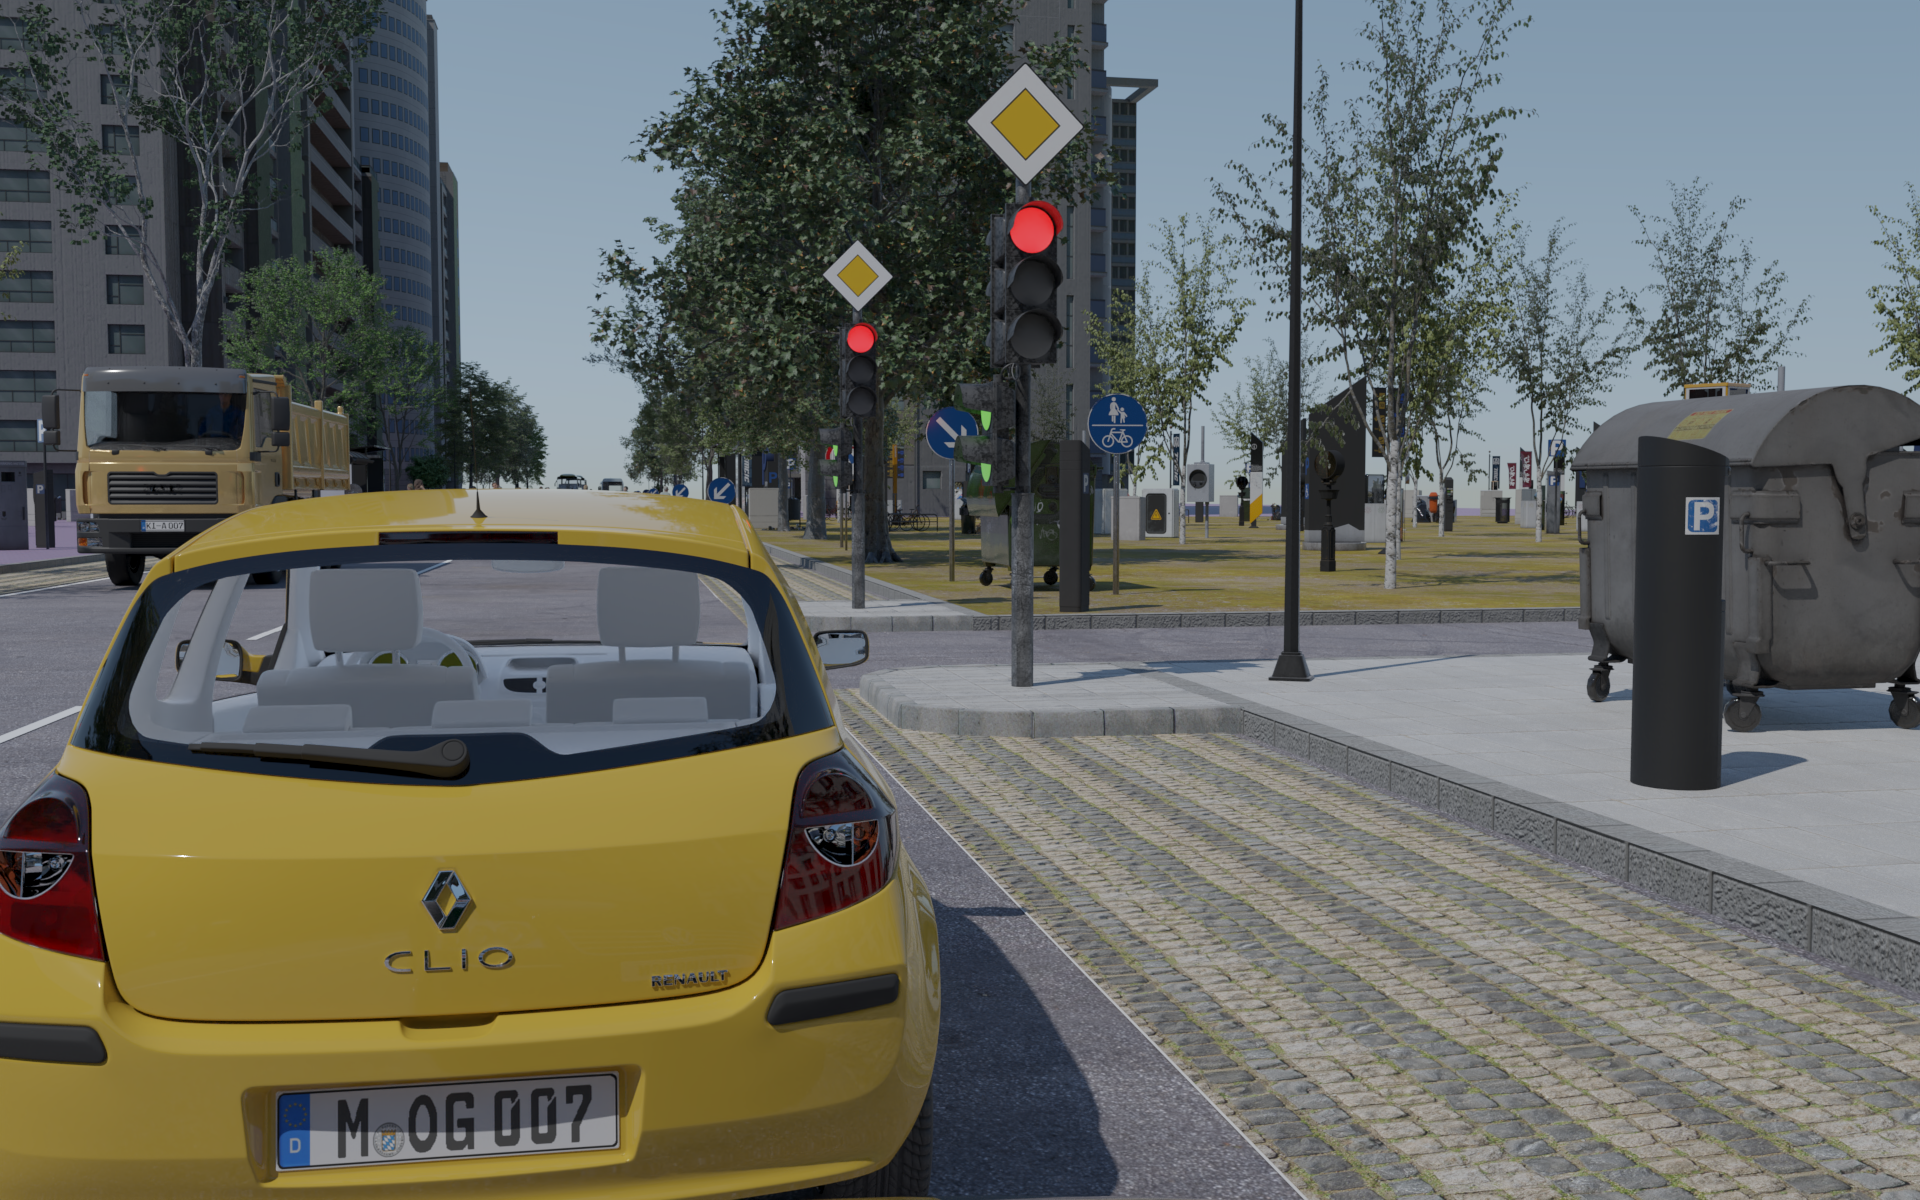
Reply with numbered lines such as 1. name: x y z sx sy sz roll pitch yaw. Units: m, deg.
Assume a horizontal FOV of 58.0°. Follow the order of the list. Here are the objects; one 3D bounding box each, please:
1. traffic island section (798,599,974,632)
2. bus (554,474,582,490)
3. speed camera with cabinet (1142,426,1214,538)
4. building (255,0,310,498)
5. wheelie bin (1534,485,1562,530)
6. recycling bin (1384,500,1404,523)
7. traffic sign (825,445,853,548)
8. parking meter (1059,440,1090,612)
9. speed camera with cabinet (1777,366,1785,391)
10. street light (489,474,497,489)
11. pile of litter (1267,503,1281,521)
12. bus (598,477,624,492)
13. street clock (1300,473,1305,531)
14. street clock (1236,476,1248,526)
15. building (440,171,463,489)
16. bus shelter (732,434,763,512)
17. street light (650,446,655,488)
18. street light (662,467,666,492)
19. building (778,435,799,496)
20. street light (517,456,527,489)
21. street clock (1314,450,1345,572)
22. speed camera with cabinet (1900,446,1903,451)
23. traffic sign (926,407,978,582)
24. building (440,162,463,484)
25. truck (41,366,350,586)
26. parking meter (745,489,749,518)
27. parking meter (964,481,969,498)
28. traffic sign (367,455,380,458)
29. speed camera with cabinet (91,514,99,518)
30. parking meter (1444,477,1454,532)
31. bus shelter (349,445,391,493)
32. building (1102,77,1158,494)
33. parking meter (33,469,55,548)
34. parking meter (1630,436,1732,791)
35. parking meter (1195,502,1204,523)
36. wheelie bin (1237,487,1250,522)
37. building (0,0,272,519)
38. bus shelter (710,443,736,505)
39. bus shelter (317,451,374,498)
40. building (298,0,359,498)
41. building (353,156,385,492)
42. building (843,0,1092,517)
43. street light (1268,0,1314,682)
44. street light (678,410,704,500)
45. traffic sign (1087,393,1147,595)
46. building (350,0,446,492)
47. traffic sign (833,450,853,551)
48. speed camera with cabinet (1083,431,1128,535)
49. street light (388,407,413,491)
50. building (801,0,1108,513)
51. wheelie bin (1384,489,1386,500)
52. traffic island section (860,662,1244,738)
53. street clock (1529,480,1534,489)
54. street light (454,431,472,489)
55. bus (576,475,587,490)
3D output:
1. traffic island section: -1.115 0.176 19.410 2.009 0.180 2.903 -1 4 -11
2. bus: -47.854 -13.489 212.097 2.896 3.916 12.252 -1 4 -10
3. speed camera with cabinet: 6.344 -3.432 50.442 2.038 3.252 0.660 2 4 25
4. building: -49.656 -25.995 108.605 14.154 41.232 14.086 -1 4 -11
5. wheelie bin: 20.785 -3.269 61.362 0.980 1.594 0.693 0 4 -5
6. recycling bin: 19.097 -3.903 76.374 0.722 1.027 0.722 -1 4 -21
7. traffic sign: -2.835 -2.531 41.485 0.768 2.556 0.104 0 4 -5
8. parking meter: 1.254 -0.807 18.912 0.255 1.863 0.399 1 4 20
9. speed camera with cabinet: 13.284 -2.022 27.388 2.038 3.252 0.660 -2 4 -24
10. street light: -44.322 -11.778 165.105 1.470 5.913 1.316 -1 4 -11
11. pile of litter: 15.587 -4.308 84.397 1.176 0.858 1.719 0 4 -4
12. bus: -41.779 -13.008 207.540 2.948 3.499 13.247 -1 4 -13
13. street clock: 11.712 -3.362 59.536 0.358 2.002 0.471 -1 4 -12
14. street clock: 11.299 -3.968 69.449 0.471 2.002 0.358 0 4 -4
15. building: -69.209 -32.337 212.302 14.154 41.232 14.086 -1 4 -11
16. bus shelter: -8.758 -5.956 75.009 2.179 5.291 8.768 -1 4 -11
17. street light: -30.960 -12.500 176.919 1.470 5.913 1.316 -1 4 -11
18. street light: -21.934 -9.738 131.756 1.470 5.913 1.316 -1 4 -11
19. building: -17.008 -36.364 214.158 23.786 49.044 30.456 -1 4 -11
20. street light: -53.325 -14.567 210.711 1.470 5.913 1.316 -1 4 -11
21. street clock: 6.085 -1.469 28.586 0.358 2.002 0.471 -3 5 -40
22. speed camera with cabinet: 31.103 -3.939 58.745 2.038 3.252 0.660 2 4 31
23. traffic sign: -0.116 -1.544 25.355 0.768 2.556 0.104 0 4 -2
24. building: -73.110 -35.256 226.551 14.600 45.320 14.200 -1 4 -11
25. truck: -12.470 -2.049 29.423 3.469 3.379 9.791 -1 4 -10
26. parking meter: -8.529 -3.774 70.116 0.372 1.533 0.369 0 3 0
27. parking meter: 0.352 -4.349 76.823 0.255 1.863 0.399 2 4 32
28. traffic sign: -31.278 -5.875 89.936 2.265 3.308 0.079 0 4 -8
29. speed camera with cabinet: -33.184 -4.518 68.203 2.038 3.252 0.660 1 4 8
30. parking meter: 16.683 -3.269 59.153 0.255 1.863 0.399 0 4 3
31. bus shelter: -29.598 -5.805 86.196 1.731 3.624 6.357 -1 4 -11
32. building: -1.402 -28.187 152.746 32.217 40.220 23.993 -1 4 -11
33. parking meter: -21.817 -2.174 41.250 0.399 1.863 0.255 1 4 11
34. parking meter: 3.166 0.048 7.622 0.372 1.533 0.369 0 3 0
35. parking meter: 10.786 -4.412 77.851 0.399 1.863 0.255 1 4 15
36. wheelie bin: 13.460 -4.474 81.055 0.980 1.594 0.693 1 4 11
37. building: -46.275 -19.767 94.892 14.160 30.474 14.107 -1 4 -11
38. bus shelter: -10.913 -5.601 82.864 1.731 3.624 6.357 -1 4 -11
39. bus shelter: -28.464 -5.264 79.998 2.014 3.302 5.546 -1 4 -11
40. building: -56.497 -30.672 125.185 21.300 48.544 21.600 -1 4 -11
41. building: -56.468 -22.800 144.483 14.160 30.474 14.107 -1 4 -11
42. building: -0.574 -25.701 103.799 14.154 41.232 14.086 -1 4 -11
43. street light: 1.761 -2.396 11.713 1.470 5.913 1.316 -1 4 -11
44. street light: -14.645 -7.484 94.910 1.470 5.913 1.316 -1 4 -11
45. traffic sign: 1.989 -1.340 22.009 0.768 2.556 0.104 0 4 -4
46. building: -69.253 -39.648 190.247 21.231 58.520 28.212 -1 4 -11
47. traffic sign: -2.582 -2.271 39.258 0.606 2.300 0.079 0 4 -7
48. speed camera with cabinet: 4.335 -3.686 54.609 2.038 3.252 0.660 -2 4 -34
49. street light: -29.706 -7.304 91.955 1.470 5.913 1.316 -1 4 -11
50. building: -1.088 -35.678 125.328 21.231 58.520 28.212 -1 4 -11
51. wheelie bin: 23.331 -5.250 93.746 0.980 1.594 0.693 -1 4 -14
52. traffic island section: 0.439 0.655 11.578 2.009 0.180 2.903 -1 4 -11
53. street clock: 29.093 -5.121 88.291 0.358 2.002 0.471 1 4 14
54. street light: -36.915 -9.537 128.475 1.470 5.913 1.316 -1 4 -11
55. bus: -50.754 -14.534 229.169 2.896 3.916 12.252 -1 4 -11
